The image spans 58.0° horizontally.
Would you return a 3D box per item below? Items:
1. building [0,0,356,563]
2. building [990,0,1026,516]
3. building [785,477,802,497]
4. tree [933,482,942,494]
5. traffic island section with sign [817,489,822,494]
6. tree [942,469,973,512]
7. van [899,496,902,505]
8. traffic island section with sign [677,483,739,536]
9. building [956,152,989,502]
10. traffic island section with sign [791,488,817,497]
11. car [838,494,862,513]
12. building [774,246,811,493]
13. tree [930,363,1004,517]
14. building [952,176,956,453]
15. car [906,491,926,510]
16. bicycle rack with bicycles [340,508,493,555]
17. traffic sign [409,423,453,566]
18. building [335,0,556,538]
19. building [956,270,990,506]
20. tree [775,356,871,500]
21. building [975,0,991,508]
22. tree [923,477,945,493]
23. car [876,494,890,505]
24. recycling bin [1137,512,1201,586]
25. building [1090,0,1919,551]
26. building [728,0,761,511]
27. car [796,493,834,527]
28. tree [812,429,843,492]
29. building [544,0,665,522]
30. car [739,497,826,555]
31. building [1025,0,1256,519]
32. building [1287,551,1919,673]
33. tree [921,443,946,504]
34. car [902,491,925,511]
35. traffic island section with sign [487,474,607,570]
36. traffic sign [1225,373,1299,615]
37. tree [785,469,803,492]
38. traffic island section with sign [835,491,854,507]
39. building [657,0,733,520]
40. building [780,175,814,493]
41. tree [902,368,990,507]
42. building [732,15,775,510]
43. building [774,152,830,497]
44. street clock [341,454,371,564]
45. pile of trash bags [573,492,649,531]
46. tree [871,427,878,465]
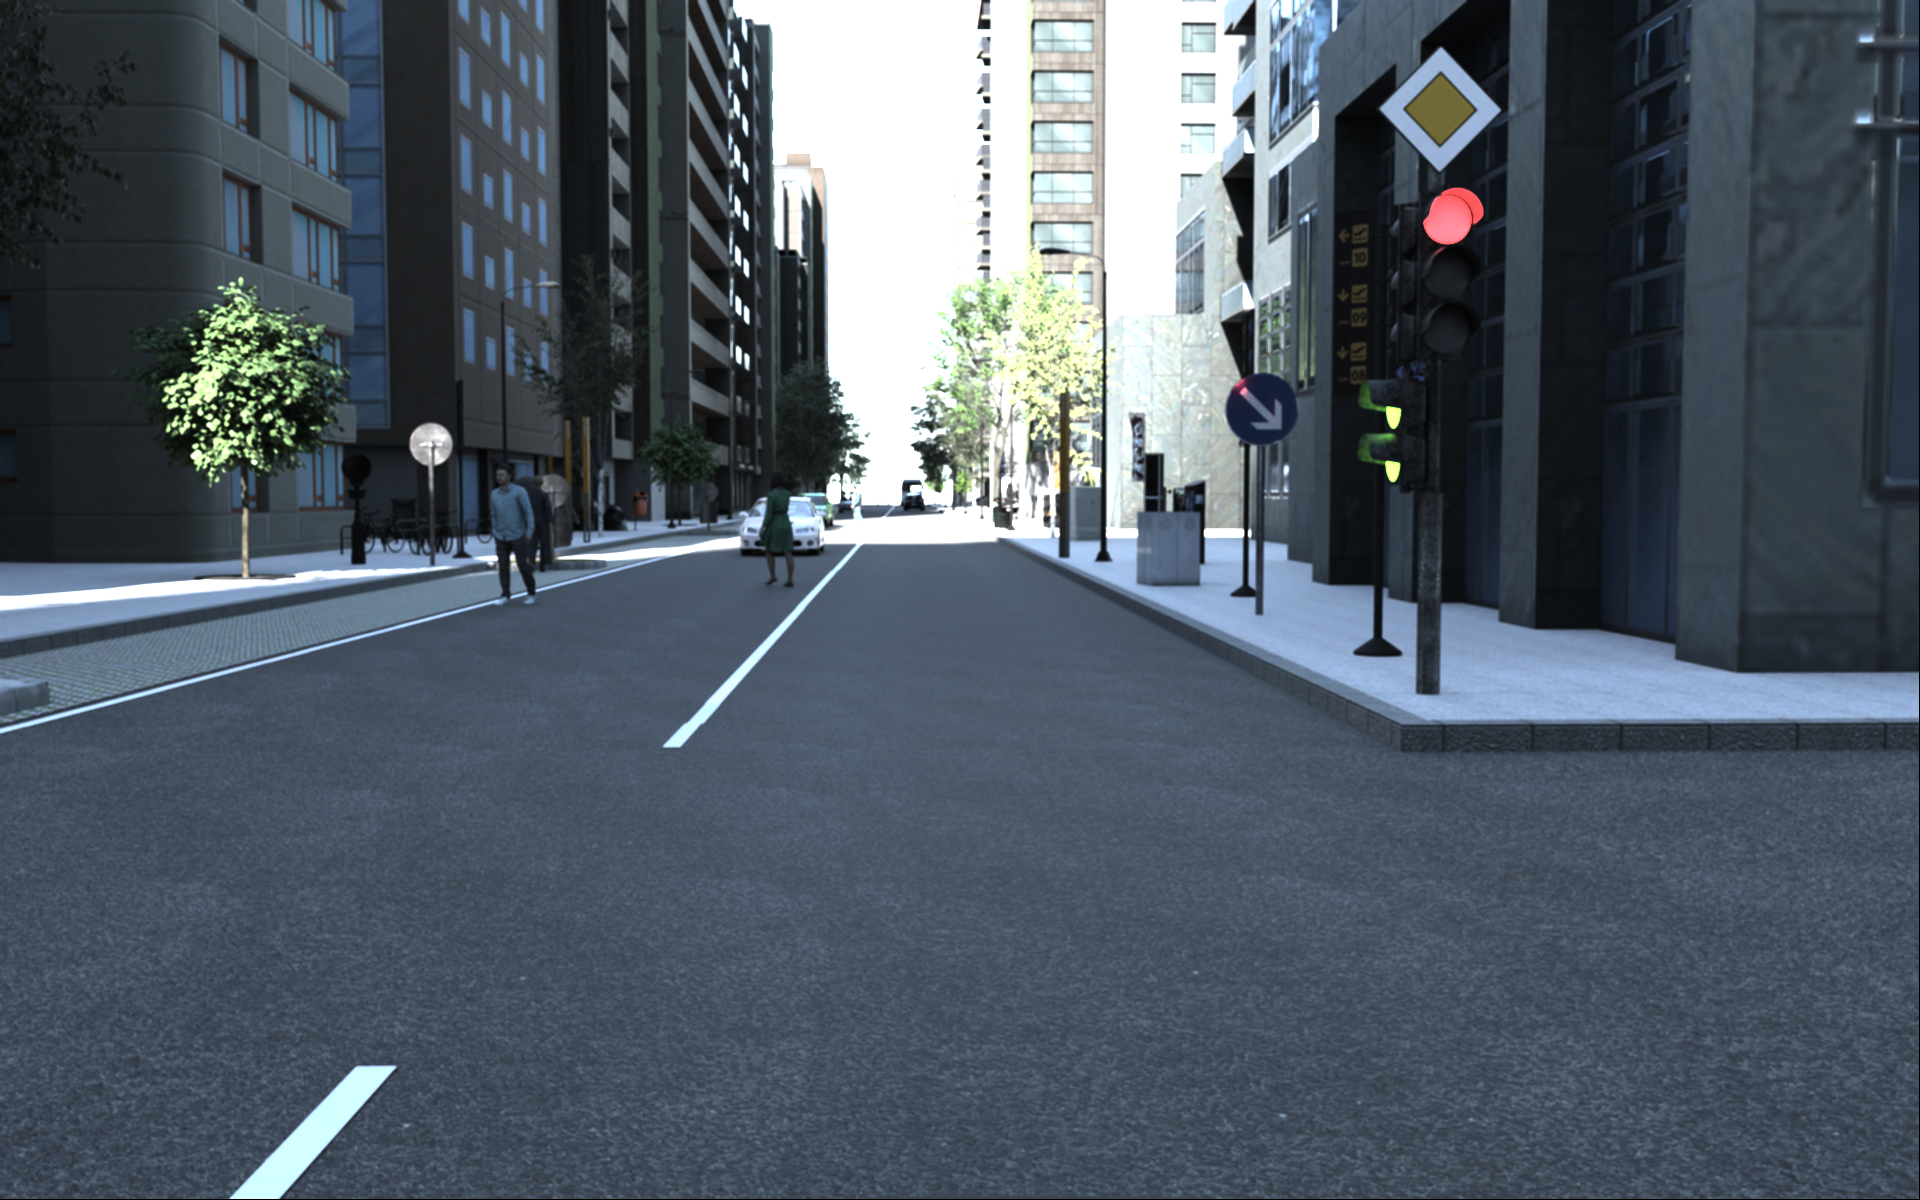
[{"bbox_3d":[-27.660,-11.047,25.653,27.650,21.520,28.899,0,4,-2],"label":"building"},{"bbox_3d":[12.528,-35.070,115.388,21.231,58.520,28.212,0,4,-2],"label":"building"},{"bbox_3d":[-33.149,-30.032,182.910,32.217,40.220,23.993,0,4,-2],"label":"building"},{"bbox_3d":[-2.489,-12.777,203.503,1.663,3.219,1.824,0,3,0],"label":"tree"},{"bbox_3d":[-11.105,-7.816,136.421,1.989,1.847,2.006,0,4,-2],"label":"traffic island section with sign"},{"bbox_3d":[0.106,-7.927,124.204,1.663,3.219,1.824,0,3,0],"label":"tree"},{"bbox_3d":[-6.997,-13.444,226.821,2.013,2.044,4.112,0,4,-3],"label":"van"},{"bbox_3d":[-8.712,-3.152,60.159,1.989,1.847,2.006,0,4,-2],"label":"traffic island section with sign"},{"bbox_3d":[6.450,-32.180,209.735,14.154,41.232,14.086,0,4,-2],"label":"building"},{"bbox_3d":[-10.255,-6.156,109.281,1.989,1.847,2.006,0,4,-2],"label":"traffic island section with sign"},{"bbox_3d":[-8.466,-7.456,133.904,2.014,1.417,4.499,0,4,-2],"label":"car"},{"bbox_3d":[-24.904,-26.348,202.489,14.160,30.474,14.107,0,4,-2],"label":"building"},{"bbox_3d":[0.587,-8.918,96.171,4.360,8.622,3.978,0,3,0],"label":"tree"},{"bbox_3d":[10.089,-35.268,231.257,22.147,44.769,28.867,0,4,-2],"label":"building"},{"bbox_3d":[-3.963,-8.843,154.171,1.945,1.707,3.694,0,4,-2],"label":"car"},{"bbox_3d":[-11.895,-1.473,37.472,2.852,0.926,2.925,1,4,12],"label":"bicycle rack with bicycles"},{"bbox_3d":[-9.460,-1.889,30.989,0.768,2.556,0.104,0,4,-2],"label":"traffic sign"},{"bbox_3d":[-21.620,-24.795,55.509,14.600,45.320,14.200,0,4,-2],"label":"building"},{"bbox_3d":[15.744,-30.499,190.546,32.217,40.220,23.993,0,4,-2],"label":"building"},{"bbox_3d":[-14.619,-15.540,160.740,9.857,13.997,8.962,0,3,0],"label":"tree"},{"bbox_3d":[12.521,-30.006,145.229,22.147,44.769,28.867,0,4,-2],"label":"building"},{"bbox_3d":[-3.595,-15.549,237.936,4.285,4.588,4.351,0,3,0],"label":"tree"},{"bbox_3d":[-10.260,-13.578,231.592,1.945,1.707,3.694,0,4,-1],"label":"car"},{"bbox_3d":[2.954,-0.734,24.550,0.722,1.027,0.722,-1,4,-13],"label":"recycling bin"},{"bbox_3d":[17.083,-45.402,54.987,22.319,86.520,31.000,0,4,-2],"label":"building"},{"bbox_3d":[-26.752,-30.690,121.386,23.786,49.044,30.456,0,4,-2],"label":"building"},{"bbox_3d":[-6.609,-4.168,76.939,1.959,1.807,4.718,0,4,0],"label":"car"},{"bbox_3d":[-14.802,-14.417,186.073,4.737,8.622,4.395,0,3,0],"label":"tree"},{"bbox_3d":[-21.442,-18.739,78.091,14.160,30.474,14.107,0,4,-2],"label":"building"},{"bbox_3d":[-4.272,-1.814,42.018,2.083,1.381,4.827,0,4,-2],"label":"car"},{"bbox_3d":[10.461,-19.777,95.049,14.160,30.474,14.107,0,4,-2],"label":"building"},{"bbox_3d":[20.715,-43.347,21.397,31.000,86.520,22.319,0,4,-2],"label":"building"},{"bbox_3d":[-3.342,-16.970,227.822,4.737,8.622,4.395,0,3,0],"label":"tree"},{"bbox_3d":[-4.021,-8.552,149.606,2.009,1.686,4.222,0,4,-2],"label":"car"},{"bbox_3d":[-7.862,-1.504,33.218,1.989,1.847,2.006,0,4,-2],"label":"traffic island section with sign"},{"bbox_3d":[3.182,-1.115,18.339,0.768,2.556,0.104,0,4,4],"label":"traffic sign"},{"bbox_3d":[-13.266,-8.545,134.315,1.663,3.219,1.824,0,3,0],"label":"tree"},{"bbox_3d":[-12.877,-11.278,193.030,1.989,1.847,2.006,0,4,-2],"label":"traffic island section with sign"},{"bbox_3d":[-24.467,-28.855,95.481,21.300,48.544,21.600,0,4,-2],"label":"building"},{"bbox_3d":[-25.703,-32.576,216.212,14.154,41.232,14.086,0,4,-2],"label":"building"},{"bbox_3d":[-0.660,-16.208,171.648,9.857,13.997,8.962,0,3,0],"label":"tree"},{"bbox_3d":[-22.906,-28.158,143.985,14.154,41.232,14.086,0,4,-2],"label":"building"},{"bbox_3d":[-24.594,-35.506,230.639,14.600,45.320,14.200,0,4,-2],"label":"building"},{"bbox_3d":[-11.017,-1.657,31.664,0.358,2.002,0.471,3,5,43],"label":"street clock"},{"bbox_3d":[-12.396,-3.124,60.826,1.912,1.369,3.447,3,5,42],"label":"pile of trash bags"},{"bbox_3d":[-16.674,-20.719,245.406,9.857,13.997,8.962,0,3,0],"label":"tree"}]
